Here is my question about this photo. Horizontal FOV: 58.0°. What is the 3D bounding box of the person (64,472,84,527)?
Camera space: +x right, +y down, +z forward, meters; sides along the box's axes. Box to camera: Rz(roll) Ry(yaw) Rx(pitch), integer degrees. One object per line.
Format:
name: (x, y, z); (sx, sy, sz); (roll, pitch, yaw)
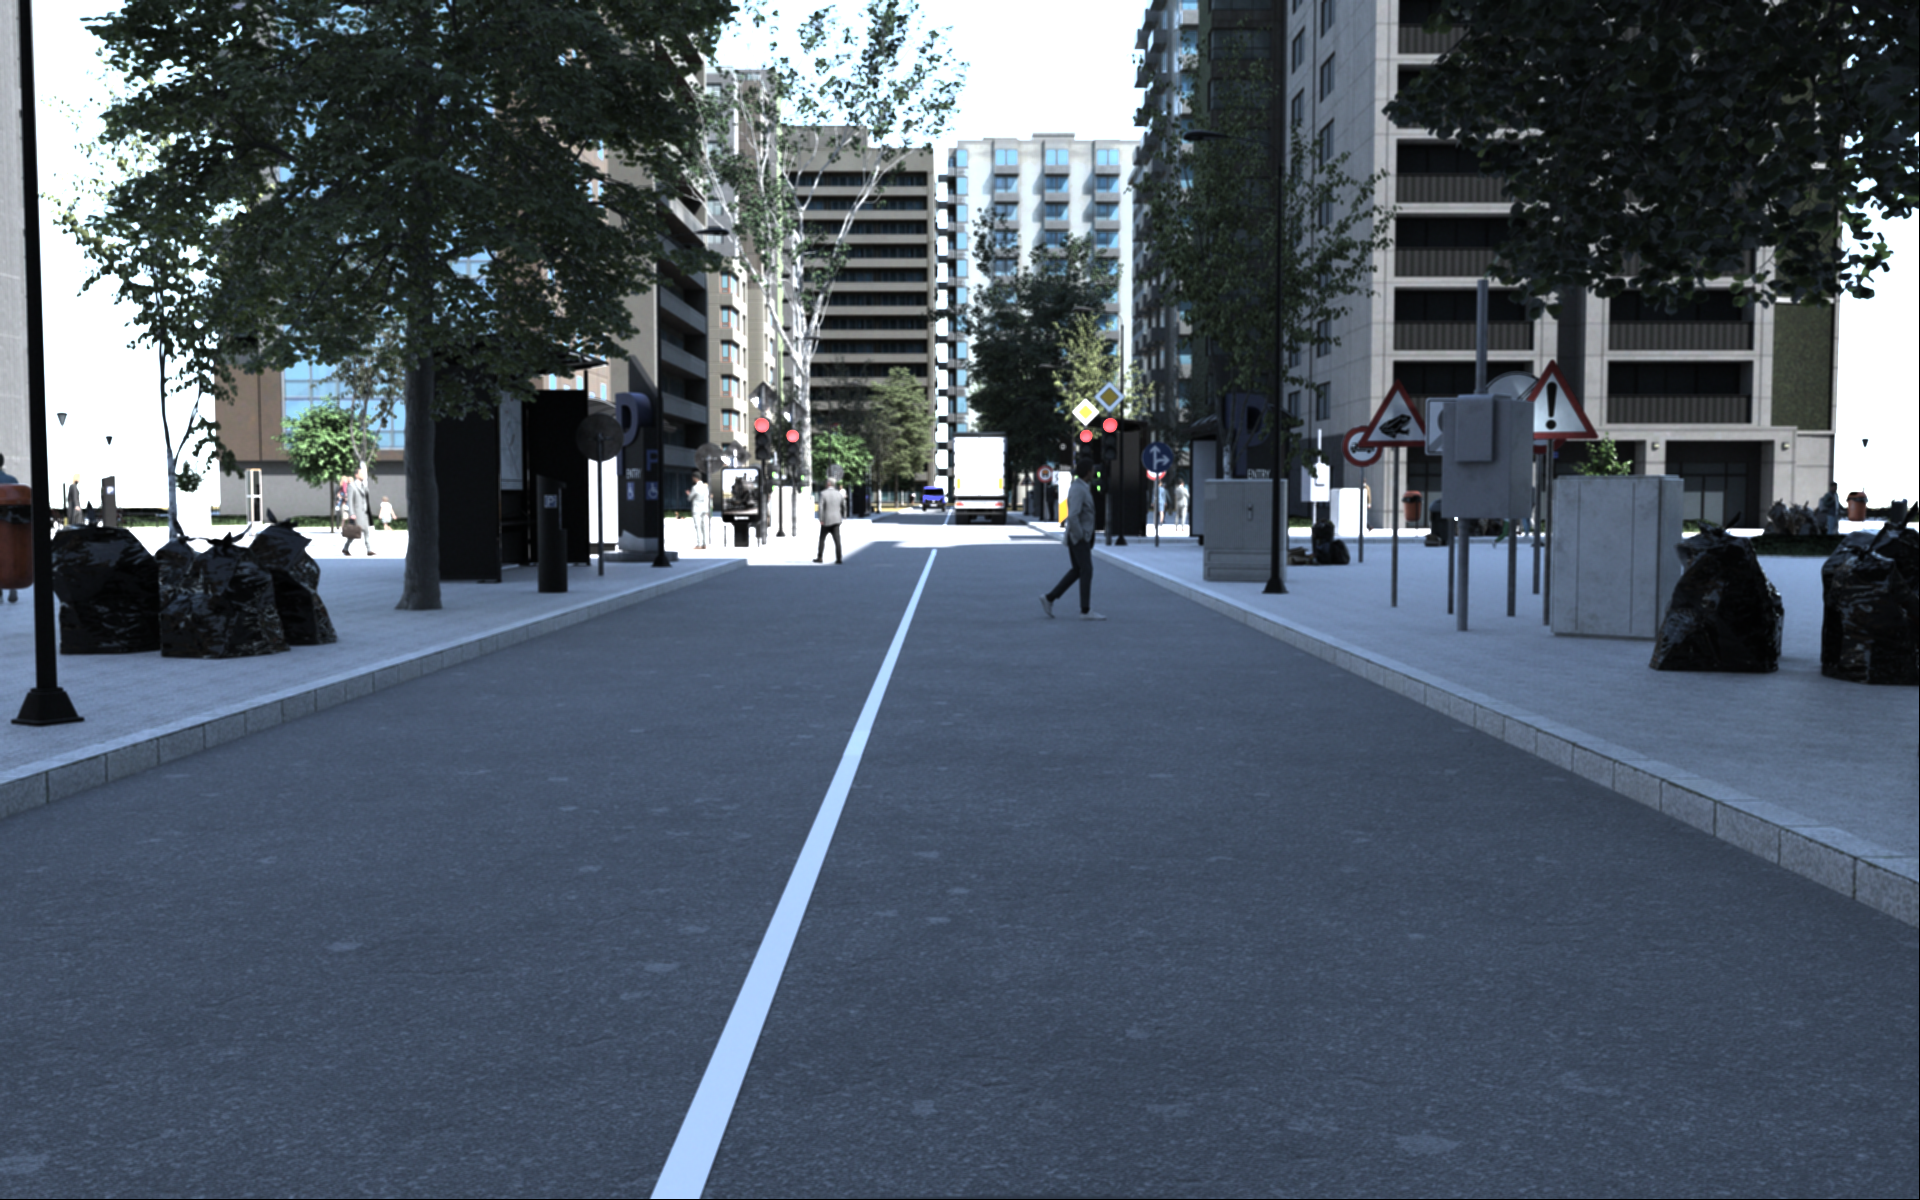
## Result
person: (-20.752, -2.094, 40.497); (0.699, 1.804, 1.509); (-1, 4, -14)

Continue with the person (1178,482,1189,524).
person: (9.511, -4.156, 74.179); (0.709, 1.800, 0.728); (-3, 5, -41)

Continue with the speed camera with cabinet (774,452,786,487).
speed camera with cabinet: (-8.504, -5.251, 80.183); (0.660, 3.252, 2.038); (0, 4, 6)

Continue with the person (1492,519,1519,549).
person: (12.695, -1.834, 40.281); (0.590, 1.304, 0.306); (2, 4, 34)

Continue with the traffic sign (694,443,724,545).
traffic sign: (-6.260, -2.640, 43.266); (0.768, 2.556, 0.104); (0, 4, 5)

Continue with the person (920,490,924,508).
person: (-3.874, -10.552, 181.041); (0.705, 1.823, 1.348); (-1, 4, -20)

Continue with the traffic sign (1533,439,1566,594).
traffic sign: (7.415, -1.352, 22.211); (0.768, 2.556, 0.104); (0, 4, 0)

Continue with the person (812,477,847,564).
person: (-2.712, -1.644, 35.783); (0.661, 1.777, 0.834); (-3, 4, -39)

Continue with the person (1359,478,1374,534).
person: (12.989, -3.037, 55.615); (0.836, 1.842, 0.656); (-3, 5, -40)

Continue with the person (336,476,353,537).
person: (-18.271, -2.788, 51.596); (0.573, 1.828, 0.580); (0, 4, 1)

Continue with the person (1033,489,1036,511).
person: (4.519, -5.808, 101.095); (0.391, 1.810, 0.635); (-3, 5, -43)

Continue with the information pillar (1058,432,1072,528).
information pillar: (3.954, -4.514, 65.161); (0.504, 3.616, 0.183); (0, 4, 6)

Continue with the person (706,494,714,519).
person: (-12.969, -4.856, 89.692); (0.306, 1.304, 0.590); (3, 5, 43)

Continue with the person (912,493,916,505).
person: (-5.309, -11.511, 197.440); (0.628, 1.438, 0.799); (-1, 4, -11)

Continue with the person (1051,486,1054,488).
person: (6.358, -6.822, 117.392); (0.447, 1.846, 0.655); (3, 5, 43)

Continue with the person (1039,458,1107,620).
person: (1.290, -0.701, 19.815); (0.795, 1.843, 0.661); (1, 4, 9)

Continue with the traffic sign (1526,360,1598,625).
traffic sign: (5.737, -1.032, 16.872); (0.884, 2.594, 0.081); (0, 4, 7)

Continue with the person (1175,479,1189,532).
person: (7.572, -3.228, 58.997); (0.511, 1.800, 0.466); (2, 4, 30)

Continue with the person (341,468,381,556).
person: (-12.334, -1.801, 35.597); (0.767, 1.812, 0.694); (1, 4, 14)

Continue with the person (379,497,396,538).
person: (-16.775, -2.423, 50.678); (0.382, 1.210, 0.505); (1, 4, 18)

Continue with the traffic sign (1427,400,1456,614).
traffic sign: (5.260, -1.001, 18.501); (0.606, 2.300, 0.079); (0, 4, 2)

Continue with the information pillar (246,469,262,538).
information pillar: (-20.868, -2.857, 51.201); (0.304, 2.012, 0.304); (3, 4, 38)

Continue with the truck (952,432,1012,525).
truck: (1.064, -5.812, 83.937); (2.839, 4.237, 11.283); (0, 4, 2)

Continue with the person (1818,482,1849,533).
person: (24.605, -2.446, 48.840); (0.623, 1.781, 0.721); (-3, 5, -43)

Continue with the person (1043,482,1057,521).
person: (4.208, -4.650, 81.438); (0.648, 1.900, 0.474); (-3, 5, -40)

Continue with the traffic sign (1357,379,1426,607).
traffic sign: (4.940, -1.201, 19.639); (0.884, 2.594, 0.081); (0, 4, 5)

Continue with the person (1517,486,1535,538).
person: (16.401, -2.707, 50.290); (0.794, 1.824, 0.713); (0, 4, -1)

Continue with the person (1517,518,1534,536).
person: (17.560, -2.898, 53.706); (0.850, 1.792, 0.678); (2, 4, 24)

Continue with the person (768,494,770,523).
person: (-6.355, -2.915, 57.977); (0.475, 1.303, 0.640); (1, 4, 17)

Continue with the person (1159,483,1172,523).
person: (8.971, -4.251, 76.039); (0.782, 1.767, 0.515); (3, 4, 37)

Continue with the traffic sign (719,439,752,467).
traffic sign: (-5.423, -2.568, 41.720); (0.795, 2.593, 0.064); (0, 4, 4)

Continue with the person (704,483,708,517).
person: (-12.237, -4.718, 83.400); (0.641, 1.798, 0.478); (-3, 5, -40)

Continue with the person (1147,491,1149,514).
person: (12.131, -6.580, 113.828); (0.583, 1.804, 0.606); (-1, 4, -12)

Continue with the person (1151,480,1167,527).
person: (7.647, -3.704, 66.619); (0.581, 1.822, 0.654); (1, 4, 10)

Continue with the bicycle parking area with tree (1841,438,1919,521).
bicycle parking area with tree: (44.407, -6.144, 87.451); (8.231, 4.147, 9.016); (-2, 4, -27)

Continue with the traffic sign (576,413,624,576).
traffic sign: (-5.658, -1.659, 27.227); (0.768, 2.556, 0.104); (0, 4, 3)

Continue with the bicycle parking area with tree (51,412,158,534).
bicycle parking area with tree: (-32.159, -4.356, 58.226); (9.016, 4.147, 8.231); (2, 4, 27)

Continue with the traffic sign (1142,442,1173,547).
traffic sign: (4.808, -2.576, 42.218); (0.768, 2.556, 0.104); (0, 4, 2)

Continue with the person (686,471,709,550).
person: (-6.048, -2.050, 39.743); (0.466, 1.800, 0.511); (1, 4, 13)

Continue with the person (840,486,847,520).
person: (-5.855, -4.874, 85.927); (0.606, 1.804, 0.583); (-1, 4, -20)

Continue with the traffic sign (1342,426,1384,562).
traffic sign: (7.527, -1.978, 32.451); (0.768, 2.556, 0.104); (0, 4, 4)

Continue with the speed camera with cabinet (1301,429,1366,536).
speed camera with cabinet: (11.557, -3.620, 53.516); (2.038, 3.252, 0.660); (-1, 4, -22)

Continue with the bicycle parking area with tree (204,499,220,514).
bicycle parking area with tree: (-48.244, -7.886, 115.930); (8.231, 4.147, 9.016); (-1, 4, -18)

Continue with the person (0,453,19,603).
person: (-11.189, -0.844, 20.187); (0.601, 1.785, 0.444); (-3, 5, -43)

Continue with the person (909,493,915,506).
person: (-5.473, -11.227, 192.867); (1.065, 1.426, 0.557); (3, 4, 37)

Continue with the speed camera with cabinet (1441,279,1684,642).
speed camera with cabinet: (5.471, -1.311, 15.778); (2.038, 3.252, 0.660); (3, 5, 40)

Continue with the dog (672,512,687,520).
dog: (-13.886, -4.161, 85.773); (0.550, 0.427, 0.748); (-3, 5, -40)

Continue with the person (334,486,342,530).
person: (-21.918, -3.435, 61.568); (0.474, 1.900, 0.648); (3, 5, 42)
